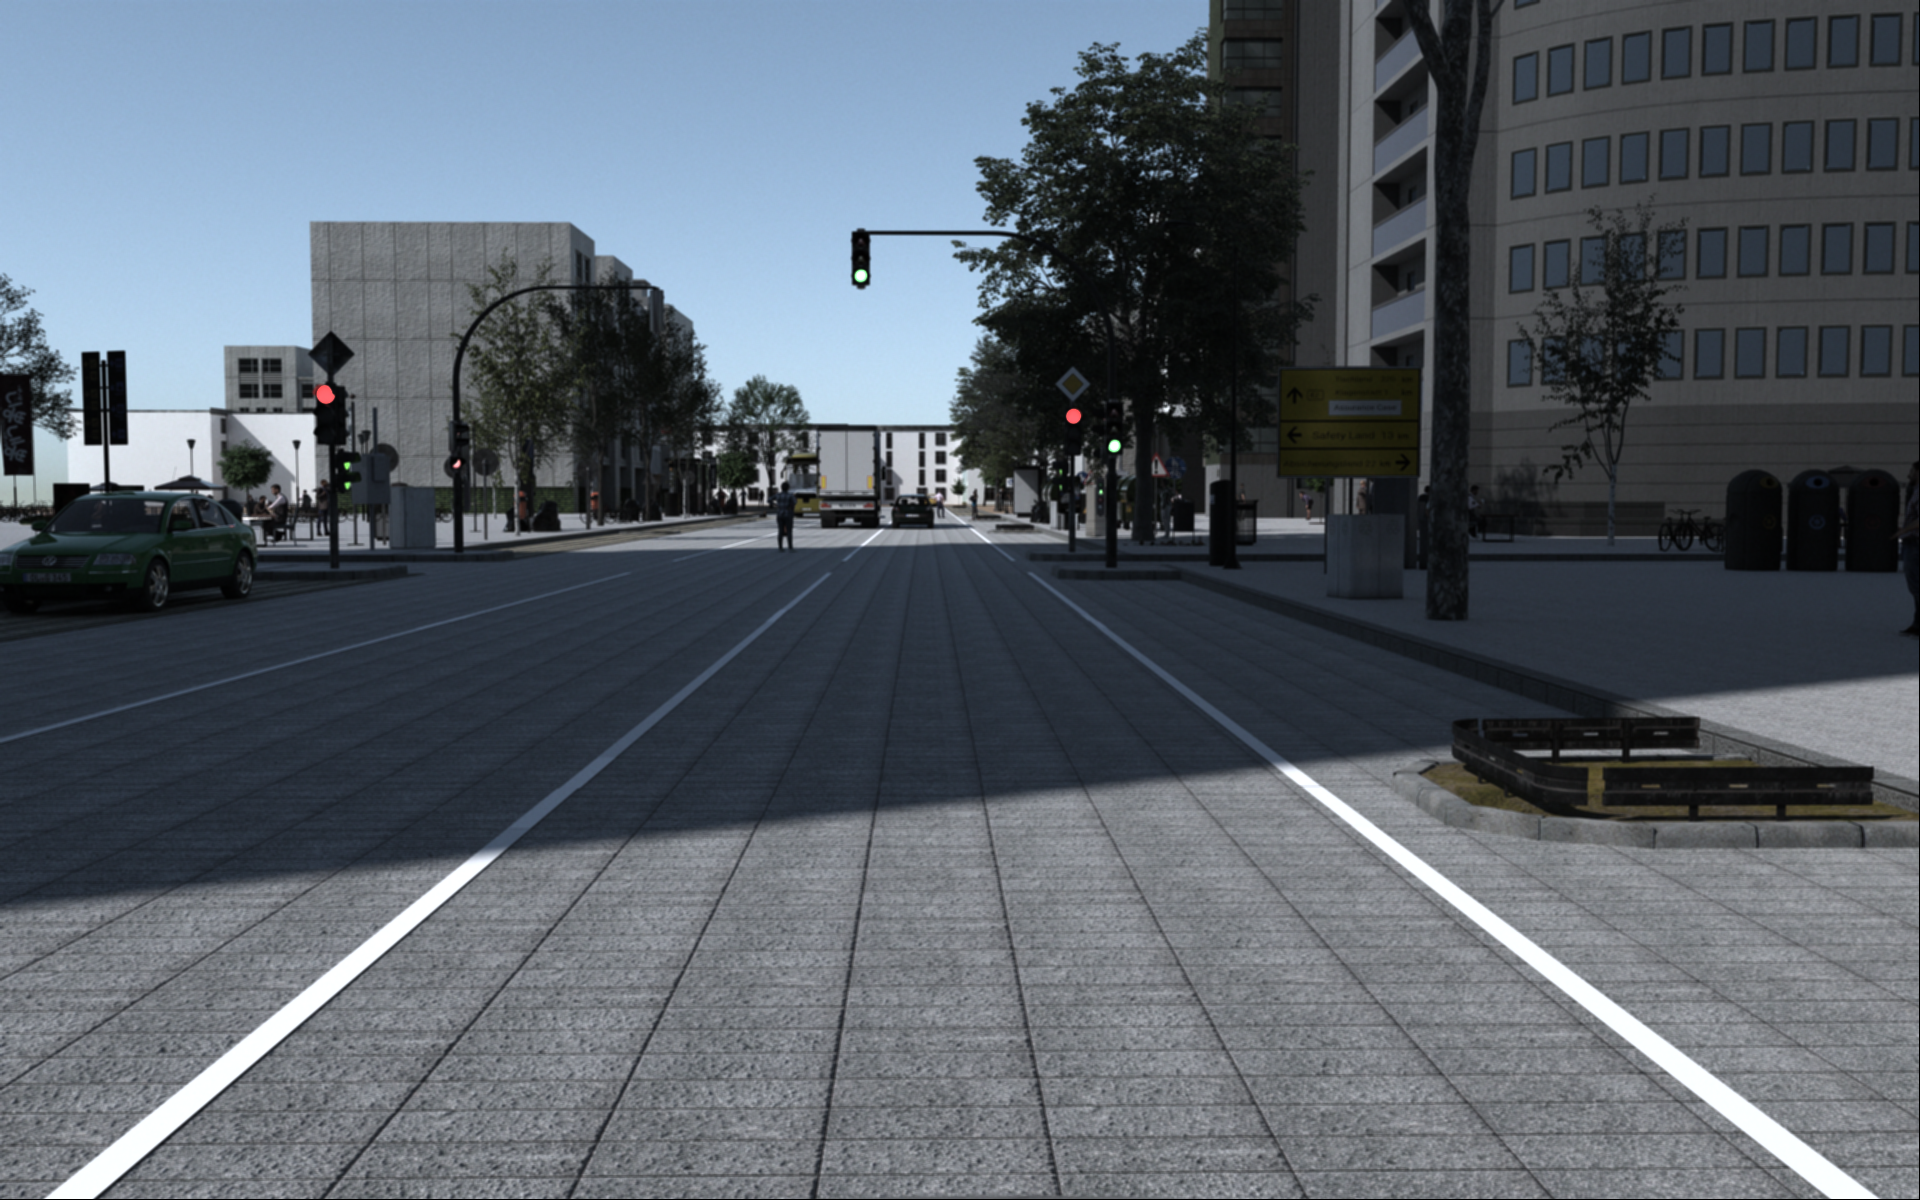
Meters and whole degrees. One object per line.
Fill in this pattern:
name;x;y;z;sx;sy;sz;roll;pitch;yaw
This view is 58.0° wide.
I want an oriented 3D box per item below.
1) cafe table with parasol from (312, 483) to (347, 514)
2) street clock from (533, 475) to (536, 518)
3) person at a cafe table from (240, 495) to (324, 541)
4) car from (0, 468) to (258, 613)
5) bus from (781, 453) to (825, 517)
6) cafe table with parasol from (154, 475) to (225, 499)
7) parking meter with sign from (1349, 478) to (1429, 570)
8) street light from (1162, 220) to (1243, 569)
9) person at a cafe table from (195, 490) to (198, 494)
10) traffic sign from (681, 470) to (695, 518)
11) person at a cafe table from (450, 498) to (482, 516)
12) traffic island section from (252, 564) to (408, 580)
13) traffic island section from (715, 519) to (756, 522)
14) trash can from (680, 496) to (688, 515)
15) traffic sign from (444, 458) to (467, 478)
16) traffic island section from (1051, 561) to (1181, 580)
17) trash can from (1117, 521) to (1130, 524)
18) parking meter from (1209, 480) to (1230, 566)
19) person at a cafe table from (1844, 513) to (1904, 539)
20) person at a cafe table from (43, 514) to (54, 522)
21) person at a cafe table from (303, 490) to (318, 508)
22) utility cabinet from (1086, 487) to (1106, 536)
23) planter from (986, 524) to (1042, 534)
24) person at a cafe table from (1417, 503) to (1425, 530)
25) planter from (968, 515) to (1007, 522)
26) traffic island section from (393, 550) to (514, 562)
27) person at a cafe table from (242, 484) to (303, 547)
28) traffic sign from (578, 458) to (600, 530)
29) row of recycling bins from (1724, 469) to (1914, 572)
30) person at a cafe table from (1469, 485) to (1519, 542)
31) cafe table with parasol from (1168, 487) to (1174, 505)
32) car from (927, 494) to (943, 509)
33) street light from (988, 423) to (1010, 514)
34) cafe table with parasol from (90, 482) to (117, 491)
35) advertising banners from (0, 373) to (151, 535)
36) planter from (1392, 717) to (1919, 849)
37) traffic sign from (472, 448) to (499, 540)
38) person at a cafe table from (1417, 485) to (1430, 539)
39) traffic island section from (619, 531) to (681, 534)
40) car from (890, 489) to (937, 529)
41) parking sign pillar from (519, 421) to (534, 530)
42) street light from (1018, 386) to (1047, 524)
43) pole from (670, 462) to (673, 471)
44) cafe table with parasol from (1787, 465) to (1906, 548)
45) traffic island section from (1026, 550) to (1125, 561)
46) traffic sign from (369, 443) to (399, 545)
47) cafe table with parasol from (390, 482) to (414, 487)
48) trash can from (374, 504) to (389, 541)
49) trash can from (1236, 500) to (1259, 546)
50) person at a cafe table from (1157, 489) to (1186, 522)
cafe table with parasol;-37.857;-6.064;104.012;2.610;1.966;2.610;2;4;32
street clock;-15.865;-3.643;64.137;0.358;2.002;0.471;0;4;-1
person at a cafe table;-18.912;-2.270;47.974;1.726;1.238;1.698;1;4;20
car;-10.582;-0.820;22.204;1.959;1.807;4.718;0;4;-2
bus;-9.245;-7.035;106.575;2.896;3.916;12.252;0;4;-3
cafe table with parasol;-27.997;-3.557;63.016;2.610;1.966;2.610;-3;5;-41
parking meter with sign;7.501;-2.052;29.813;1.738;3.016;0.543;3;4;37
street light;4.130;-3.485;29.520;1.470;5.913;1.316;0;4;-1
person at a cafe table;-49.379;-6.295;111.438;1.622;1.524;1.698;1;4;10
traffic sign;-14.647;-5.705;93.382;0.768;2.556;0.104;0;4;2
person at a cafe table;-29.545;-5.664;103.465;1.726;1.238;1.698;-2;4;-24
traffic island section;-10.844;-0.471;29.989;2.009;0.180;2.903;0;4;-1
traffic island section;-11.735;-4.157;90.837;1.991;0.108;1.994;0;4;-1
trash can;-17.412;-5.914;108.350;0.748;1.137;0.748;0;3;0
traffic sign;-16.779;-3.515;57.581;0.768;2.556;0.104;0;4;4
traffic island section;2.654;-0.488;30.252;2.009;0.180;2.903;0;4;-1
trash can;7.050;-3.851;74.620;0.748;1.137;0.748;0;3;0
parking meter;4.647;-1.378;30.946;0.372;1.533;0.369;0;3;0
person at a cafe table;26.075;-2.371;49.624;1.698;1.238;1.726;3;4;36
person at a cafe table;-24.367;-2.268;47.938;1.726;1.238;1.698;-2;4;-29
person at a cafe table;-37.263;-5.497;98.388;1.698;1.524;1.622;-2;4;-34
utility cabinet;4.084;-2.661;52.180;0.318;1.500;1.173;1;4;21
planter;1.978;-2.610;63.820;1.991;0.319;1.994;0;4;-1
person at a cafe table;10.703;-1.982;43.266;1.726;1.238;1.698;2;4;34
planter;1.426;-4.294;91.340;1.991;0.319;1.994;0;4;-1
traffic island section;-11.003;-0.960;37.972;2.009;0.180;2.903;0;4;-1
person at a cafe table;-17.025;-2.067;42.312;1.622;1.524;1.698;-1;4;-23
traffic sign;-13.278;-3.784;61.972;0.768;2.556;0.104;0;4;1
row of recycling bins;14.679;-1.330;28.856;3.534;1.692;1.069;1;4;18
person at a cafe table;14.234;-2.345;46.857;1.622;1.524;1.698;1;4;15
cafe table with parasol;10.249;-5.278;91.158;2.610;1.966;2.610;-3;4;-36
car;-2.647;-9.684;168.555;2.015;1.641;3.980;0;4;-1
street light;2.517;-8.567;112.609;1.470;5.913;1.316;0;4;-1
cafe table with parasol;-46.694;-5.517;95.065;2.610;1.966;2.610;0;4;-4
advertising banners;-13.106;-1.799;25.606;2.074;3.025;0.090;-2;4;-34
planter;3.085;0.805;7.983;1.991;0.319;1.994;0;4;-1
traffic sign;-13.257;-2.951;48.357;0.768;2.556;0.104;0;4;6
person at a cafe table;13.341;-2.465;48.817;1.698;1.524;1.622;3;5;44
traffic island section;-11.169;-2.432;62.624;1.991;0.108;1.994;0;4;-1
car;-1.957;-3.839;72.561;2.009;1.686;4.222;0;4;0
parking sign pillar;-15.435;-4.477;61.679;1.447;3.967;1.447;-1;4;-11
street light;3.167;-6.249;74.707;1.470;5.913;1.316;0;4;-1
pole;-17.634;-6.861;106.022;0.158;3.312;0.155;0;3;0
cafe table with parasol;21.095;-2.225;41.246;2.610;1.966;2.610;1;4;20
traffic island section;2.495;-0.976;38.235;2.009;0.180;2.903;0;4;-1
traffic sign;-14.481;-2.655;43.509;0.768;2.556;0.104;0;4;2
cafe table with parasol;-31.180;-5.596;96.366;2.610;1.966;2.610;0;4;-7
trash can;-15.898;-2.215;47.874;0.748;1.137;0.748;0;3;0
trash can;7.110;-1.937;43.326;0.748;1.137;0.748;0;3;0
person at a cafe table;9.617;-4.314;79.052;1.622;1.524;1.698;-3;5;-43
